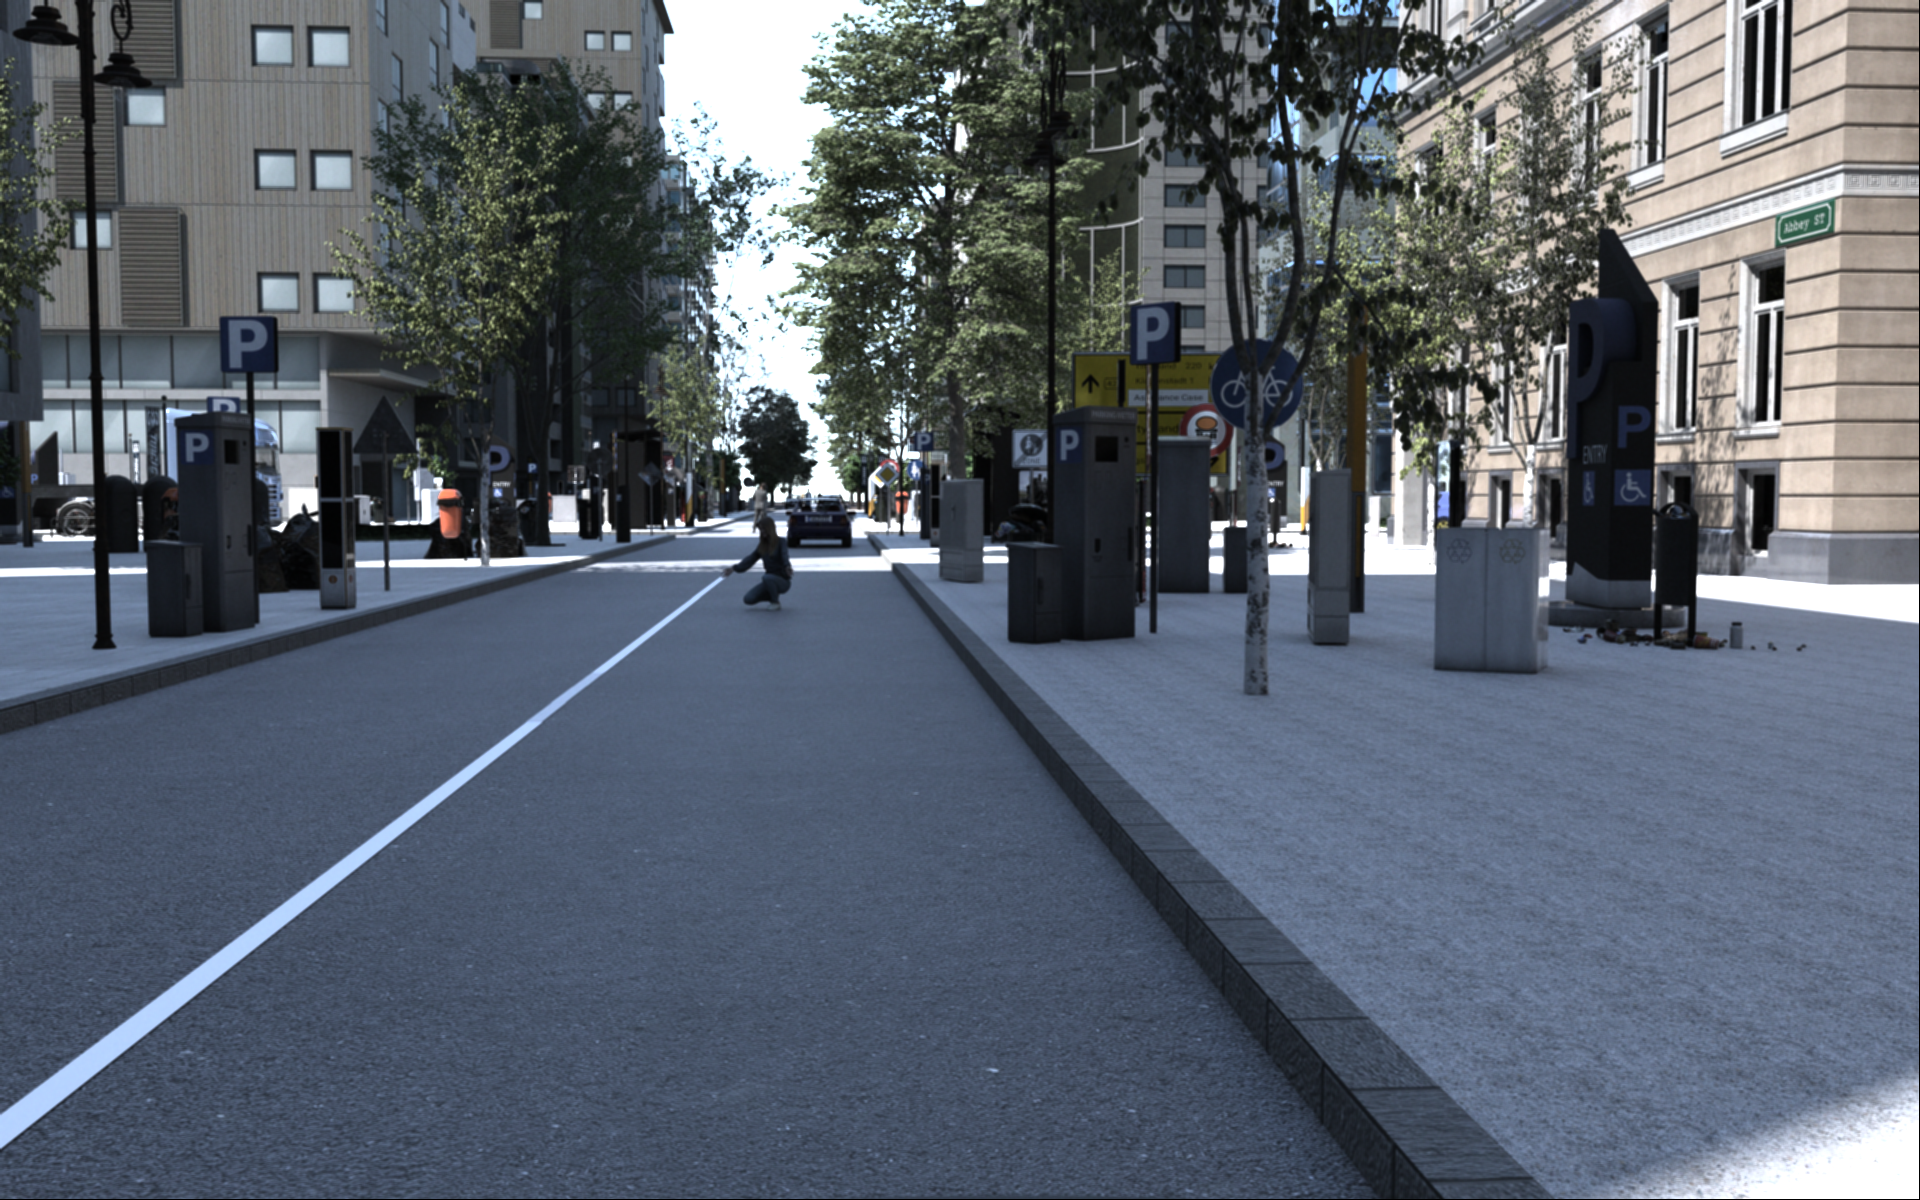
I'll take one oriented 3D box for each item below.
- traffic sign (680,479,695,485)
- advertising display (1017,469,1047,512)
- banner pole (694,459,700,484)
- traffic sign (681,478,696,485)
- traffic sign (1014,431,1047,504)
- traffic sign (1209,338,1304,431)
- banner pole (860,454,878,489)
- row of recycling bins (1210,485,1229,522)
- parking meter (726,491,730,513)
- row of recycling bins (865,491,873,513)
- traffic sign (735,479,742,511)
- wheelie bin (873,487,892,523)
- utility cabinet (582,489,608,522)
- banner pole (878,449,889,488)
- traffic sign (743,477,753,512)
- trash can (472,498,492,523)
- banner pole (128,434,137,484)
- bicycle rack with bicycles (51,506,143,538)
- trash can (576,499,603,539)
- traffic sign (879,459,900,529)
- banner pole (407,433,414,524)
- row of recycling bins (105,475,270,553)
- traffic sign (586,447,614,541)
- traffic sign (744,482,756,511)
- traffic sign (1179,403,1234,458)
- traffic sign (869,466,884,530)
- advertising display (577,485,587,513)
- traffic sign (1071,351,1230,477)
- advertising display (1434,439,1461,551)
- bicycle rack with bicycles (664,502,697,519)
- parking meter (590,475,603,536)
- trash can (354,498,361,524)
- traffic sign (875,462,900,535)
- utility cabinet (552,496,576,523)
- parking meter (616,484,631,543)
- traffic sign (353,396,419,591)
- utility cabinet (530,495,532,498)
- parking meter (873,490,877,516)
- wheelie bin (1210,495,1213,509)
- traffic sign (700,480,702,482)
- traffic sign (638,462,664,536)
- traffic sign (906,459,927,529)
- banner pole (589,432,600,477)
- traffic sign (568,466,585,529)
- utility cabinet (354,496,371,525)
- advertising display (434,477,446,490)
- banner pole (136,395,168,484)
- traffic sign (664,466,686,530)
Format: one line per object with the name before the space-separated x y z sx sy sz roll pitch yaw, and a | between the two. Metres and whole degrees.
traffic sign | -15.206 -5.900 96.463 0.884 2.594 0.081 0 4 -1
advertising display | 1.949 -2.399 44.430 0.974 1.923 0.123 1 4 22
banner pole | -17.367 -7.633 114.812 0.863 3.779 0.401 0 4 6
traffic sign | -15.947 -6.229 101.840 0.884 2.594 0.081 0 4 2
traffic sign | 1.137 -1.558 27.604 0.606 2.300 0.079 0 4 0
traffic sign | 2.432 -0.867 14.287 0.768 2.556 0.104 0 4 2
banner pole | -5.164 -6.471 95.810 0.863 3.779 0.401 -3 4 -36
row of recycling bins | 11.012 -4.449 79.860 3.534 1.692 1.069 -3 5 -39
parking meter | -15.825 -6.669 117.456 0.372 1.533 0.369 0 3 0
row of recycling bins | -5.513 -6.524 113.775 1.069 1.692 3.534 1 4 9
traffic sign | -16.916 -8.023 131.287 0.768 2.556 0.104 0 4 -2
wheelie bin | -3.432 -4.261 77.568 0.693 1.594 0.980 2 4 33
utility cabinet | -16.780 -4.349 79.785 1.173 1.500 0.318 0 3 0
banner pole | -4.187 -6.493 96.172 0.863 3.779 0.401 -1 4 -9
traffic sign | -15.521 -7.746 126.745 0.768 2.556 0.104 0 4 5
trash can | -17.729 -3.215 64.218 0.748 1.137 0.748 0 3 0
banner pole | -34.088 -4.985 71.524 0.863 3.779 0.401 2 4 33
bicycle rack with bicycles | -25.545 -2.316 51.251 2.925 0.926 2.852 1 4 11
trash can | -10.542 -2.301 49.281 0.748 1.137 0.748 0 3 0
traffic sign | -2.579 -3.853 63.104 0.768 2.556 0.104 0 4 -1
banner pole | -22.445 -4.936 70.717 0.401 3.779 0.863 0 4 4
row of recycling bins | -17.286 -1.928 38.633 3.534 1.692 1.069 -2 4 -31
traffic sign | -9.802 -2.879 47.184 0.768 2.556 0.104 0 4 2
traffic sign | -15.709 -7.932 129.696 0.884 2.594 0.081 0 4 2
traffic sign | 3.440 -1.478 24.276 0.768 2.556 0.104 0 4 1
traffic sign | -2.832 -3.546 61.625 0.795 2.450 0.064 0 4 -4
advertising display | -25.944 -6.986 119.432 0.974 1.923 0.123 -1 4 -17
traffic sign | 2.727 -1.893 24.830 2.265 3.308 0.079 0 4 2
advertising display | 5.868 -0.959 20.887 0.123 1.923 0.974 0 4 5
bicycle rack with bicycles | -15.251 -4.772 91.406 2.925 0.926 2.852 3 5 41
parking meter | -11.098 -2.888 52.927 0.399 1.863 0.255 -1 4 -14
trash can | -22.950 -3.279 65.261 0.748 1.137 0.748 0 3 0
traffic sign | -2.246 -3.059 53.661 0.795 2.450 0.064 0 4 -4
utility cabinet | -17.306 -3.950 75.746 1.020 1.237 0.306 -1 4 -12
parking meter | -8.920 -2.291 45.866 0.372 1.533 0.369 0 3 0
traffic sign | -7.608 -1.402 22.934 0.884 2.594 0.081 0 4 -1
utility cabinet | -25.434 -5.703 104.399 1.020 1.237 0.306 2 4 24
parking meter | -4.945 -5.753 102.478 0.372 1.533 0.369 0 3 0
wheelie bin | 7.127 -2.688 51.864 0.693 1.594 0.980 -3 5 -42
traffic sign | -16.813 -6.991 114.407 0.768 2.556 0.104 0 4 2
traffic sign | -9.472 -3.028 53.151 0.795 2.450 0.064 0 4 -4
traffic sign | -1.586 -3.895 63.793 0.768 2.556 0.104 0 4 1
banner pole | -14.711 -4.873 69.697 0.863 3.779 0.401 3 5 42
traffic sign | -13.886 -3.704 62.697 0.606 2.300 0.079 0 4 -4
utility cabinet | -24.250 -3.588 69.828 0.306 1.237 1.020 2 4 29
advertising display | -19.516 -3.630 64.572 0.974 1.923 0.123 3 4 37
banner pole | -20.249 -3.289 43.792 0.401 3.779 0.863 1 4 19
traffic sign | -10.058 -3.515 61.115 0.795 2.450 0.064 0 4 -4
